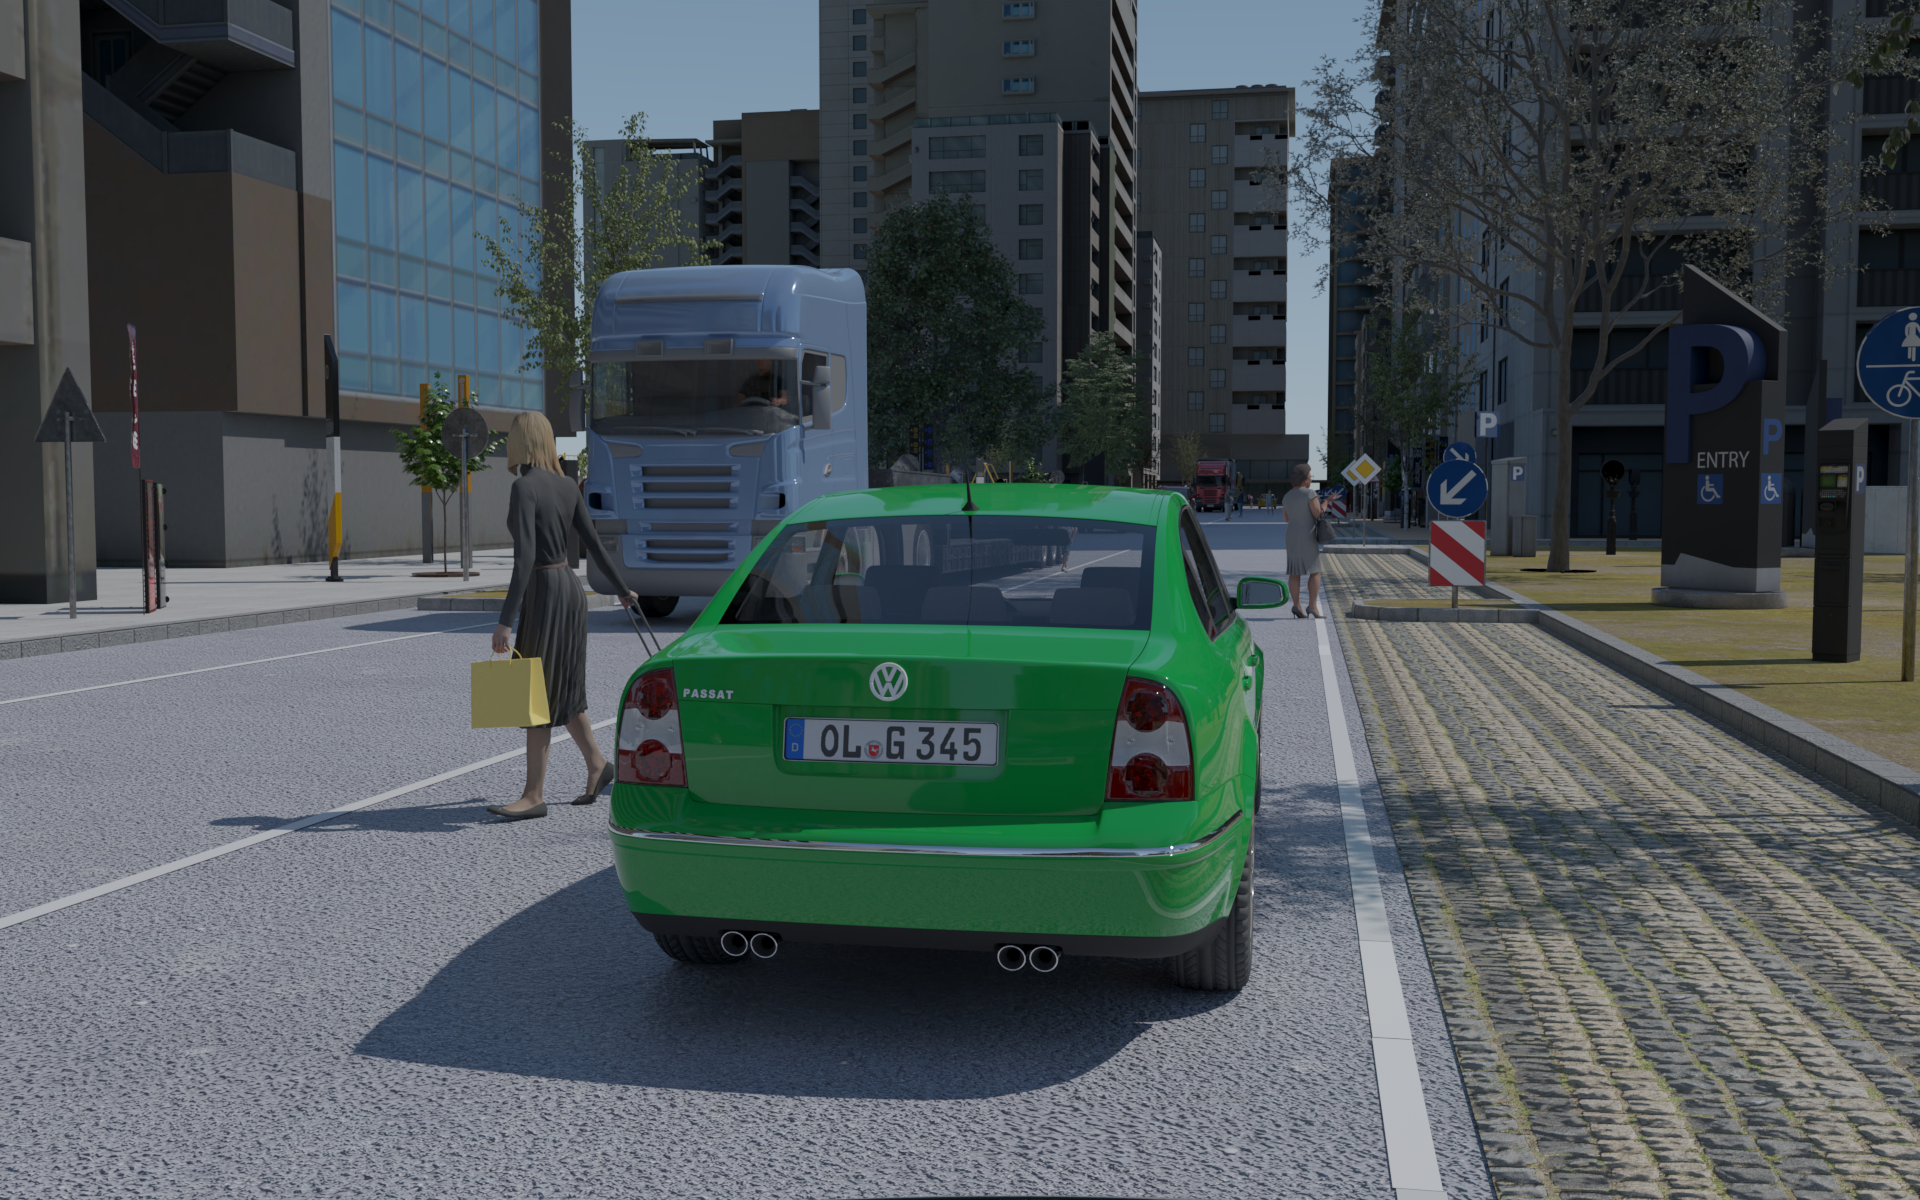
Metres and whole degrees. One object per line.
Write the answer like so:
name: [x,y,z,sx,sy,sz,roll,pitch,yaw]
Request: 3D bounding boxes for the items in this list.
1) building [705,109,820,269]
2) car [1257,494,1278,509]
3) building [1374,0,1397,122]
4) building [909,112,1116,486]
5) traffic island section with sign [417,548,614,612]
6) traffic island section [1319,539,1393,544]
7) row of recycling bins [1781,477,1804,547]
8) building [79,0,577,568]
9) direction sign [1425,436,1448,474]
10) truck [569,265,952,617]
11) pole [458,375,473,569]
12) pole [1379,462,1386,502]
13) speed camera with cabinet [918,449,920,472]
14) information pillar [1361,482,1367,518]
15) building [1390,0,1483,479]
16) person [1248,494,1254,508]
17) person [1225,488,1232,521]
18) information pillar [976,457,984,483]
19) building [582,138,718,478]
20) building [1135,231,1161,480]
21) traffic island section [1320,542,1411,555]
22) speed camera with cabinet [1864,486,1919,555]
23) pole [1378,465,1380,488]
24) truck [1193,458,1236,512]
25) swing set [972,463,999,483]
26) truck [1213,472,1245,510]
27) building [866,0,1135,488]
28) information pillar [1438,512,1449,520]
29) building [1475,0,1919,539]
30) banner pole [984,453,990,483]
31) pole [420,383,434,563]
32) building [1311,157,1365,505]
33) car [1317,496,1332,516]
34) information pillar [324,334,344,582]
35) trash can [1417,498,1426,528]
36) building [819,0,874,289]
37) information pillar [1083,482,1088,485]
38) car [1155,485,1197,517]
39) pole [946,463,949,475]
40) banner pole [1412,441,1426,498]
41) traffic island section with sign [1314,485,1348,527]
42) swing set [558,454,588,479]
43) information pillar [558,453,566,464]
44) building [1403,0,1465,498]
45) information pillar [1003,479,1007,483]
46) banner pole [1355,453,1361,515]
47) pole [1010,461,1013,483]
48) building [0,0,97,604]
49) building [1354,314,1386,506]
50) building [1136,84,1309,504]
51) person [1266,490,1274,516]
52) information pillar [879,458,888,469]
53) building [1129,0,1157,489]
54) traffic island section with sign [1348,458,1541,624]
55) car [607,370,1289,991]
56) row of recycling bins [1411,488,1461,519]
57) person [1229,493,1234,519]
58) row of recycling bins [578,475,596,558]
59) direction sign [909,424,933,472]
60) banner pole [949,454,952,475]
building: [-20.086,-33.575,199.063,14.200,45.320,14.600,1,4,11]
car: [29.535,-9.551,166.384,2.015,1.641,3.980,1,4,11]
building: [47.091,-30.275,149.624,22.147,44.769,28.867,1,4,11]
building: [4.398,-22.224,135.062,14.160,30.474,14.107,1,4,11]
traffic island section with sign: [-5.521,-0.820,22.040,1.989,1.847,2.006,1,4,11]
traffic island section: [11.425,-1.706,50.178,2.009,0.180,2.903,1,4,11]
row of recycling bins: [18.340,-2.012,40.016,3.534,1.692,1.069,2,4,27]
building: [-17.874,-23.645,36.708,14.200,45.320,14.600,1,4,11]
direction sign: [18.717,-4.652,68.054,0.876,3.537,0.379,0,4,1]
truck: [-0.979,-2.254,26.613,2.967,4.110,18.799,1,4,13]
pole: [-8.505,-2.197,29.760,0.158,3.312,0.155,0,3,0]
pole: [24.140,-6.403,98.539,0.158,3.312,0.155,0,3,0]
speed camera with cabinet: [-1.757,-5.065,77.152,0.660,3.252,2.038,1,4,18]
information pillar: [21.832,-5.448,93.574,0.304,2.012,0.304,1,4,9]
building: [39.779,-29.293,129.053,14.600,45.320,14.200,1,4,11]
person: [29.955,-10.204,178.564,0.697,1.427,0.421,-2,4,-31]
person: [14.172,-5.045,91.528,0.362,1.759,0.519,1,4,20]
information pillar: [0.972,-5.744,85.268,0.183,3.616,0.504,3,5,43]
building: [-34.584,-31.697,201.841,14.086,41.232,14.154,1,4,11]
building: [15.106,-25.751,192.733,14.107,30.474,14.160,1,4,11]
traffic island section: [9.898,-1.227,42.340,2.009,0.180,2.903,1,4,11]
speed camera with cabinet: [19.427,-2.612,37.038,0.660,3.252,2.038,-3,4,-38]
pole: [29.122,-7.735,120.312,0.158,3.312,0.155,0,3,0]
truck: [20.457,-9.148,138.475,2.839,4.237,11.283,1,4,13]
swing set: [1.354,-5.516,87.808,2.862,2.851,3.119,0,4,8]
truck: [23.780,-9.696,154.450,3.469,3.379,9.791,1,4,11]
building: [3.688,-32.361,152.803,21.300,48.544,21.600,1,4,11]
information pillar: [14.240,-2.844,50.990,0.304,2.012,0.304,1,4,20]
building: [28.614,-37.738,55.265,20.611,71.187,20.563,1,4,11]
banner pole: [1.558,-7.092,105.966,0.863,3.779,0.401,-2,4,-30]
pole: [-9.869,-2.336,32.044,0.158,3.312,0.155,0,3,0]
building: [58.799,-34.346,216.179,28.867,44.769,22.147,1,4,11]
car: [23.069,-6.026,111.105,1.945,1.354,3.894,1,4,10]
information pillar: [-9.155,-2.076,25.297,0.183,3.616,0.504,-2,4,-33]
trash can: [17.750,-3.320,65.933,0.748,1.137,0.748,0,3,0]
building: [-2.858,-46.057,191.279,20.611,71.187,20.563,1,4,11]
information pillar: [7.497,-6.075,103.825,0.304,2.012,0.304,0,4,5]
car: [9.415,-4.176,76.948,2.281,1.827,5.304,1,4,11]
pole: [-0.807,-7.413,115.044,0.158,3.312,0.155,0,3,0]
banner pole: [21.711,-5.605,81.666,0.863,3.779,0.401,-1,4,-14]
traffic island section with sign: [16.265,-4.055,74.920,1.989,1.847,2.006,1,4,11]
swing set: [-15.283,-4.408,69.692,2.862,2.851,3.119,1,4,16]
information pillar: [-22.512,-6.520,97.963,0.504,3.616,0.183,1,4,8]
building: [39.111,-29.694,105.102,23.786,49.044,30.456,1,4,11]
information pillar: [2.115,-4.952,85.458,0.304,2.012,0.304,2,4,31]
banner pole: [24.532,-7.117,106.383,0.401,3.779,0.863,-1,4,-16]
pole: [3.173,-6.950,107.471,0.158,3.312,0.155,0,3,0]
building: [-22.904,-23.702,11.233,21.300,48.544,21.600,1,4,11]
building: [55.184,-20.373,178.132,27.650,21.520,28.899,1,4,11]
building: [31.476,-38.872,224.800,27.495,52.752,28.713,1,4,11]
person: [19.991,-6.260,111.858,0.512,1.701,0.522,-1,4,-18]
information pillar: [-3.230,-4.986,72.874,0.183,3.616,0.504,-3,5,-44]
building: [9.238,-44.938,172.995,20.563,71.187,20.611,1,4,11]
traffic island section with sign: [5.594,-0.704,20.133,1.989,1.847,2.006,1,4,11]
car: [0.236,0.141,6.489,1.959,1.807,4.718,1,4,11]
row of recycling bins: [24.021,-5.026,89.287,3.534,1.692,1.069,0,4,6]
person: [15.549,-5.436,99.969,0.503,1.515,0.523,0,4,2]
row of recycling bins: [-7.624,-1.707,35.024,3.534,1.692,1.069,2,4,32]
direction sign: [-1.253,-3.920,56.086,0.876,3.537,0.379,2,4,30]
banner pole: [-0.517,-6.429,95.123,0.401,3.779,0.863,1,4,11]
